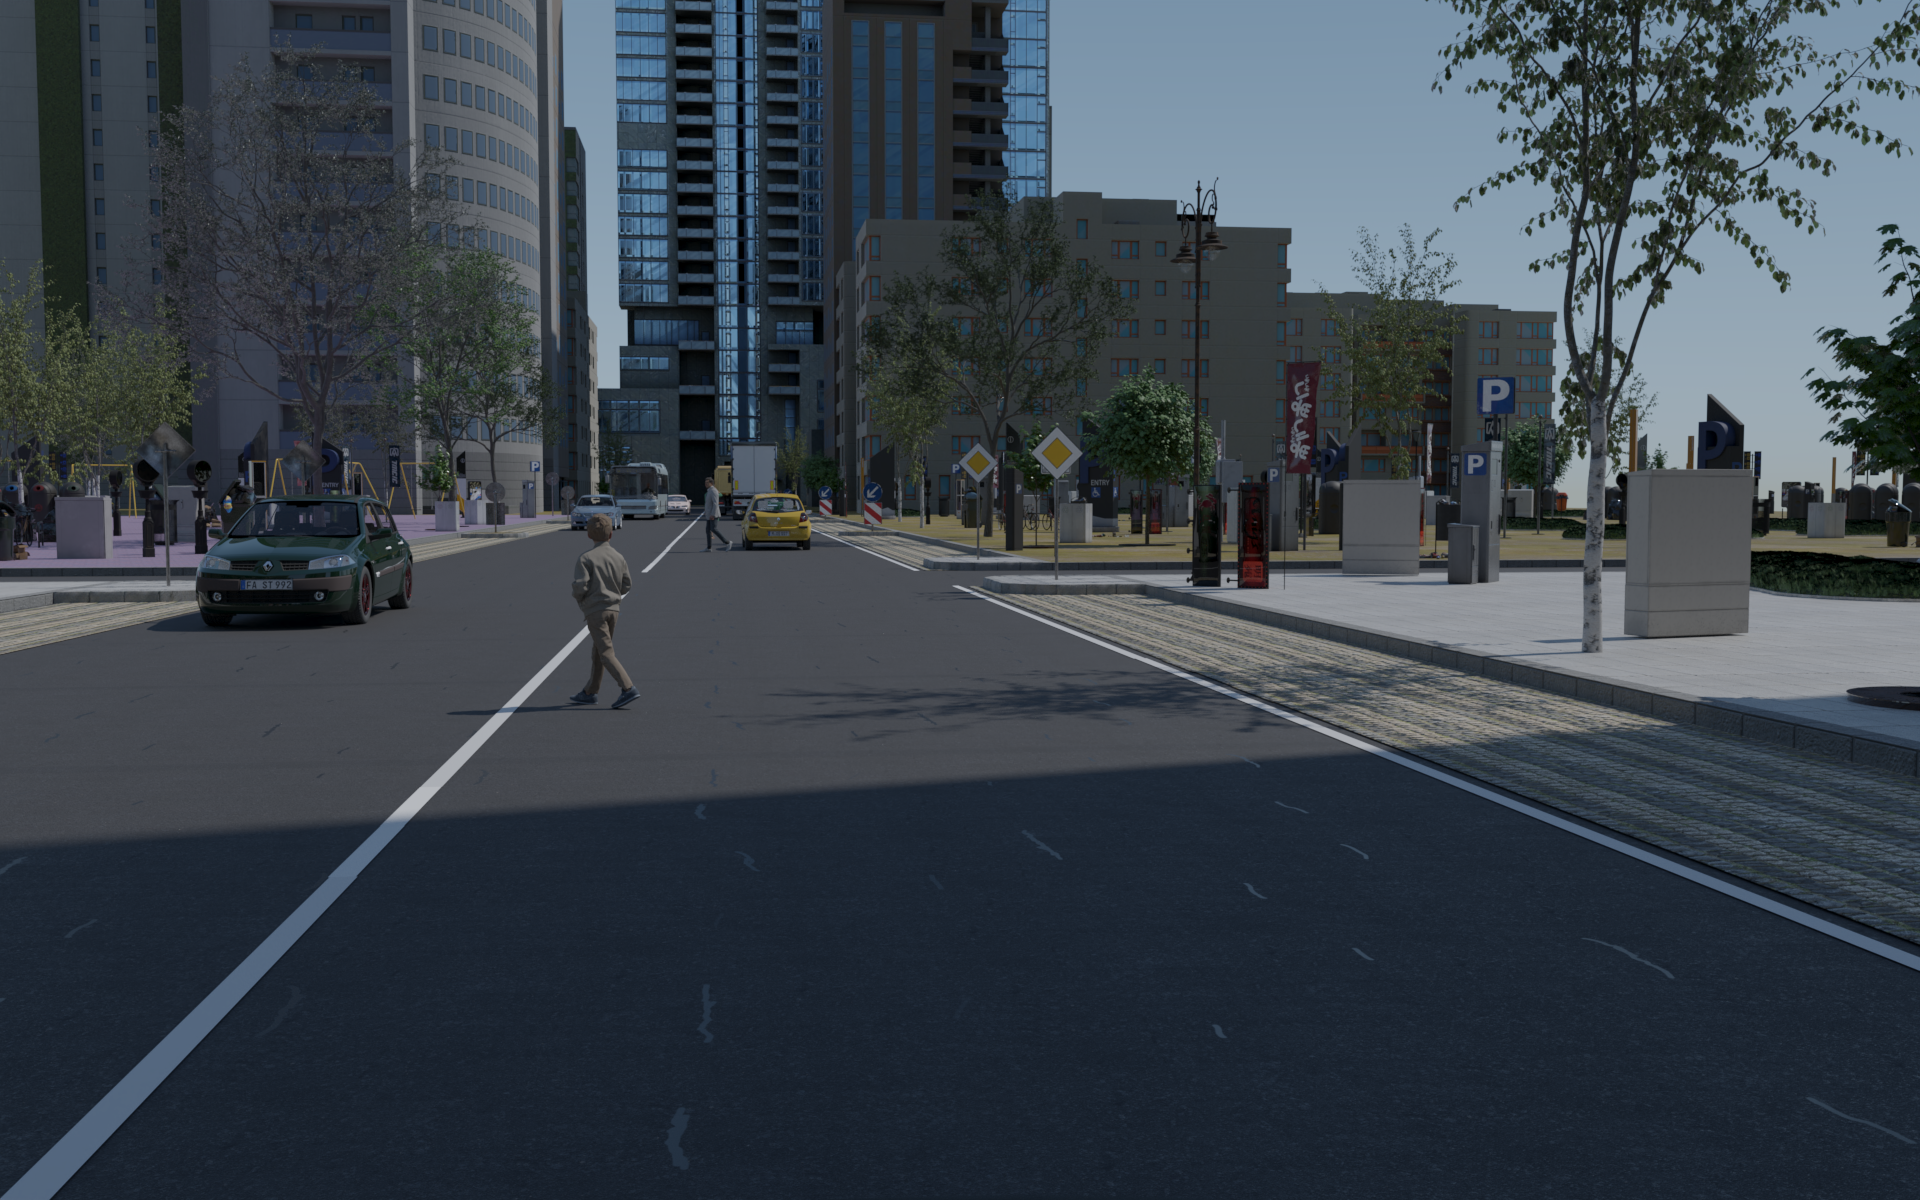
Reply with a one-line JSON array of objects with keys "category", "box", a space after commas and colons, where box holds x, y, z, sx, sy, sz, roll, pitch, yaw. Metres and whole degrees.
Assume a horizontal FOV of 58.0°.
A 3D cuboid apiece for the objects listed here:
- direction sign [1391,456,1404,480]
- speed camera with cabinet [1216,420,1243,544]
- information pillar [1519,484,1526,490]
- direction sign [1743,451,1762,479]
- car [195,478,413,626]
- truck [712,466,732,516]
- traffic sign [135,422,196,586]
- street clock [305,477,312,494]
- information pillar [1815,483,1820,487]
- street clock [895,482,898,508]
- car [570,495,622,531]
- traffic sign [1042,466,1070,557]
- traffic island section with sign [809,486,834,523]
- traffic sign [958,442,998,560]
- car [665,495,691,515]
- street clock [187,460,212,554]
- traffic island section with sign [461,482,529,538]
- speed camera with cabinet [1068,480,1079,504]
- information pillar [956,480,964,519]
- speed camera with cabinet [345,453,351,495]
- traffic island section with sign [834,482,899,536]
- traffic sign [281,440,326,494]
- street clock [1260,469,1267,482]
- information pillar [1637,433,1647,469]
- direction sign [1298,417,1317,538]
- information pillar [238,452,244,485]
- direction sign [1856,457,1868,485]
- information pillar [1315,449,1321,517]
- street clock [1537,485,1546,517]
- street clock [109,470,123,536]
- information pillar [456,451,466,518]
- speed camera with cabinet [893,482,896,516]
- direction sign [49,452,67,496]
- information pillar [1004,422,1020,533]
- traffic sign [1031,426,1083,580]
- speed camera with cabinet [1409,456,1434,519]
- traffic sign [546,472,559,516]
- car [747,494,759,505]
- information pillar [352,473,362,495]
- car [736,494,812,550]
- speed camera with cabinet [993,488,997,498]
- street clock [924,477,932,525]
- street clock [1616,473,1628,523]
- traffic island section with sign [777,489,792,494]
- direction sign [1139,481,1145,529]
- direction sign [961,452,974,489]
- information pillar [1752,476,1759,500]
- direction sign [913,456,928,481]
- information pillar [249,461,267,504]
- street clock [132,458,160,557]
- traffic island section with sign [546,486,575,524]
[{"category": "direction sign", "box": [25.792, -6.738, 102.158, 0.379, 3.537, 0.876, -3, 4, -37]}, {"category": "speed camera with cabinet", "box": [7.321, -3.146, 45.766, 0.660, 3.252, 2.038, 0, 4, -8]}, {"category": "information pillar", "box": [35.725, -7.254, 109.956, 0.504, 3.616, 0.183, 1, 4, 16]}, {"category": "direction sign", "box": [41.788, -6.080, 91.403, 0.876, 3.537, 0.379, 0, 4, 8]}, {"category": "car", "box": [-7.552, -0.637, 20.197, 2.009, 1.686, 4.222, 0, 4, -8]}, {"category": "truck", "box": [-15.357, -7.499, 118.534, 3.469, 3.379, 9.791, 0, 4, -6]}, {"category": "traffic sign", "box": [-11.043, -1.252, 24.110, 0.795, 2.450, 0.064, 0, 4, -8]}, {"category": "street clock", "box": [-26.306, -3.990, 69.799, 0.358, 2.002, 0.471, -1, 4, -22]}, {"category": "information pillar", "box": [54.959, -6.522, 111.128, 0.304, 2.012, 0.304, 1, 4, 9]}, {"category": "street clock", "box": [-3.858, -6.098, 104.276, 0.471, 2.002, 0.358, 2, 4, 32]}, {"category": "car", "box": [-14.567, -3.517, 69.507, 2.014, 1.417, 4.499, 0, 4, -7]}, {"category": "traffic sign", "box": [1.960, -2.040, 35.479, 0.606, 2.300, 0.079, 0, 4, -4]}, {"category": "traffic island section with sign", "box": [-6.861, -4.756, 86.388, 1.989, 1.847, 2.006, 0, 4, -8]}, {"category": "traffic sign", "box": [0.351, -1.839, 33.707, 0.795, 2.450, 0.064, 0, 4, -8]}, {"category": "car", "box": [-19.791, -6.636, 120.866, 2.083, 1.381, 4.827, 0, 4, -8]}, {"category": "street clock", "box": [-16.221, -1.982, 36.978, 0.358, 2.002, 0.471, 2, 4, 24]}, {"category": "traffic island section with sign", "box": [-15.246, -2.951, 56.883, 1.989, 1.847, 2.006, 0, 4, -8]}, {"category": "speed camera with cabinet", "box": [6.949, -6.746, 104.635, 0.660, 3.252, 2.038, -3, 5, -42]}, {"category": "information pillar", "box": [0.020, -5.140, 88.529, 0.304, 2.012, 0.304, 2, 4, 32]}, {"category": "speed camera with cabinet", "box": [-29.555, -5.363, 82.016, 2.038, 3.252, 0.660, 0, 4, 3]}, {"category": "traffic island section with sign", "box": [-3.180, -3.123, 59.684, 1.989, 1.847, 2.006, 0, 4, -8]}, {"category": "traffic sign", "box": [-12.130, -1.736, 32.021, 0.795, 2.450, 0.064, 0, 4, -8]}, {"category": "street clock", "box": [8.910, -2.773, 49.914, 0.471, 2.002, 0.358, -1, 4, -21]}, {"category": "information pillar", "box": [26.255, -4.617, 66.842, 0.504, 3.616, 0.183, 0, 4, 0]}, {"category": "direction sign", "box": [10.063, -3.610, 51.014, 0.876, 3.537, 0.379, 1, 4, 20]}, {"category": "information pillar", "box": [-36.908, -5.987, 89.242, 0.504, 3.616, 0.183, -2, 4, -24]}, {"category": "direction sign", "box": [38.304, -4.962, 73.124, 0.876, 3.537, 0.379, 3, 4, 38]}, {"category": "information pillar", "box": [18.224, -5.886, 87.588, 0.504, 3.616, 0.183, 1, 4, 20]}, {"category": "street clock", "box": [24.907, -4.265, 74.304, 0.358, 2.002, 0.471, -1, 4, -21]}, {"category": "street clock", "box": [-25.729, -2.952, 52.830, 0.358, 2.002, 0.471, 0, 4, -4]}, {"category": "information pillar", "box": [-26.596, -6.182, 92.429, 0.504, 3.616, 0.183, -2, 4, -25]}, {"category": "speed camera with cabinet", "box": [-3.817, -6.028, 92.892, 0.660, 3.252, 2.038, 0, 4, 3]}, {"category": "direction sign", "box": [-48.082, -6.139, 92.375, 0.876, 3.537, 0.379, -1, 4, -11]}, {"category": "information pillar", "box": [1.713, -3.989, 56.575, 0.504, 3.616, 0.183, -1, 4, -20]}, {"category": "traffic sign", "box": [1.437, -1.355, 25.796, 0.795, 2.450, 0.064, 0, 4, -8]}, {"category": "speed camera with cabinet", "box": [24.022, -5.863, 90.193, 0.660, 3.252, 2.038, 3, 4, 38]}, {"category": "traffic sign", "box": [-23.677, -6.149, 100.648, 0.768, 2.556, 0.104, 0, 4, -7]}, {"category": "car", "box": [-8.802, -4.184, 80.201, 2.131, 1.459, 4.920, 0, 4, -7]}, {"category": "information pillar", "box": [-20.702, -3.365, 59.517, 0.304, 2.012, 0.304, -2, 4, -24]}, {"category": "car", "box": [-4.871, -2.165, 45.618, 2.015, 1.641, 3.980, -1, 4, -9]}, {"category": "speed camera with cabinet", "box": [2.272, -5.929, 91.273, 2.038, 3.252, 0.660, 1, 4, 12]}, {"category": "street clock", "box": [-1.348, -4.180, 72.918, 0.358, 2.002, 0.471, 0, 4, -7]}, {"category": "street clock", "box": [23.318, -3.447, 60.928, 0.358, 2.002, 0.471, -3, 4, -36]}, {"category": "traffic island section with sign", "box": [-13.621, -7.776, 135.771, 1.989, 1.847, 2.006, 0, 4, -8]}, {"category": "direction sign", "box": [6.705, -4.427, 64.373, 0.876, 3.537, 0.379, 3, 5, 45]}, {"category": "direction sign", "box": [0.408, -6.164, 92.779, 0.876, 3.537, 0.379, -3, 5, -41]}, {"category": "information pillar", "box": [32.988, -4.132, 72.048, 0.304, 2.012, 0.304, -1, 4, -17]}, {"category": "direction sign", "box": [-2.350, -6.792, 103.045, 0.876, 3.537, 0.379, -1, 4, -17]}, {"category": "information pillar", "box": [-15.617, -2.083, 38.545, 0.304, 2.012, 0.304, -2, 4, -34]}, {"category": "street clock", "box": [-16.484, -1.869, 35.136, 0.471, 2.002, 0.358, -3, 5, -43]}, {"category": "traffic island section with sign", "box": [-18.905, -4.590, 83.676, 1.989, 1.847, 2.006, 0, 4, -8]}]
